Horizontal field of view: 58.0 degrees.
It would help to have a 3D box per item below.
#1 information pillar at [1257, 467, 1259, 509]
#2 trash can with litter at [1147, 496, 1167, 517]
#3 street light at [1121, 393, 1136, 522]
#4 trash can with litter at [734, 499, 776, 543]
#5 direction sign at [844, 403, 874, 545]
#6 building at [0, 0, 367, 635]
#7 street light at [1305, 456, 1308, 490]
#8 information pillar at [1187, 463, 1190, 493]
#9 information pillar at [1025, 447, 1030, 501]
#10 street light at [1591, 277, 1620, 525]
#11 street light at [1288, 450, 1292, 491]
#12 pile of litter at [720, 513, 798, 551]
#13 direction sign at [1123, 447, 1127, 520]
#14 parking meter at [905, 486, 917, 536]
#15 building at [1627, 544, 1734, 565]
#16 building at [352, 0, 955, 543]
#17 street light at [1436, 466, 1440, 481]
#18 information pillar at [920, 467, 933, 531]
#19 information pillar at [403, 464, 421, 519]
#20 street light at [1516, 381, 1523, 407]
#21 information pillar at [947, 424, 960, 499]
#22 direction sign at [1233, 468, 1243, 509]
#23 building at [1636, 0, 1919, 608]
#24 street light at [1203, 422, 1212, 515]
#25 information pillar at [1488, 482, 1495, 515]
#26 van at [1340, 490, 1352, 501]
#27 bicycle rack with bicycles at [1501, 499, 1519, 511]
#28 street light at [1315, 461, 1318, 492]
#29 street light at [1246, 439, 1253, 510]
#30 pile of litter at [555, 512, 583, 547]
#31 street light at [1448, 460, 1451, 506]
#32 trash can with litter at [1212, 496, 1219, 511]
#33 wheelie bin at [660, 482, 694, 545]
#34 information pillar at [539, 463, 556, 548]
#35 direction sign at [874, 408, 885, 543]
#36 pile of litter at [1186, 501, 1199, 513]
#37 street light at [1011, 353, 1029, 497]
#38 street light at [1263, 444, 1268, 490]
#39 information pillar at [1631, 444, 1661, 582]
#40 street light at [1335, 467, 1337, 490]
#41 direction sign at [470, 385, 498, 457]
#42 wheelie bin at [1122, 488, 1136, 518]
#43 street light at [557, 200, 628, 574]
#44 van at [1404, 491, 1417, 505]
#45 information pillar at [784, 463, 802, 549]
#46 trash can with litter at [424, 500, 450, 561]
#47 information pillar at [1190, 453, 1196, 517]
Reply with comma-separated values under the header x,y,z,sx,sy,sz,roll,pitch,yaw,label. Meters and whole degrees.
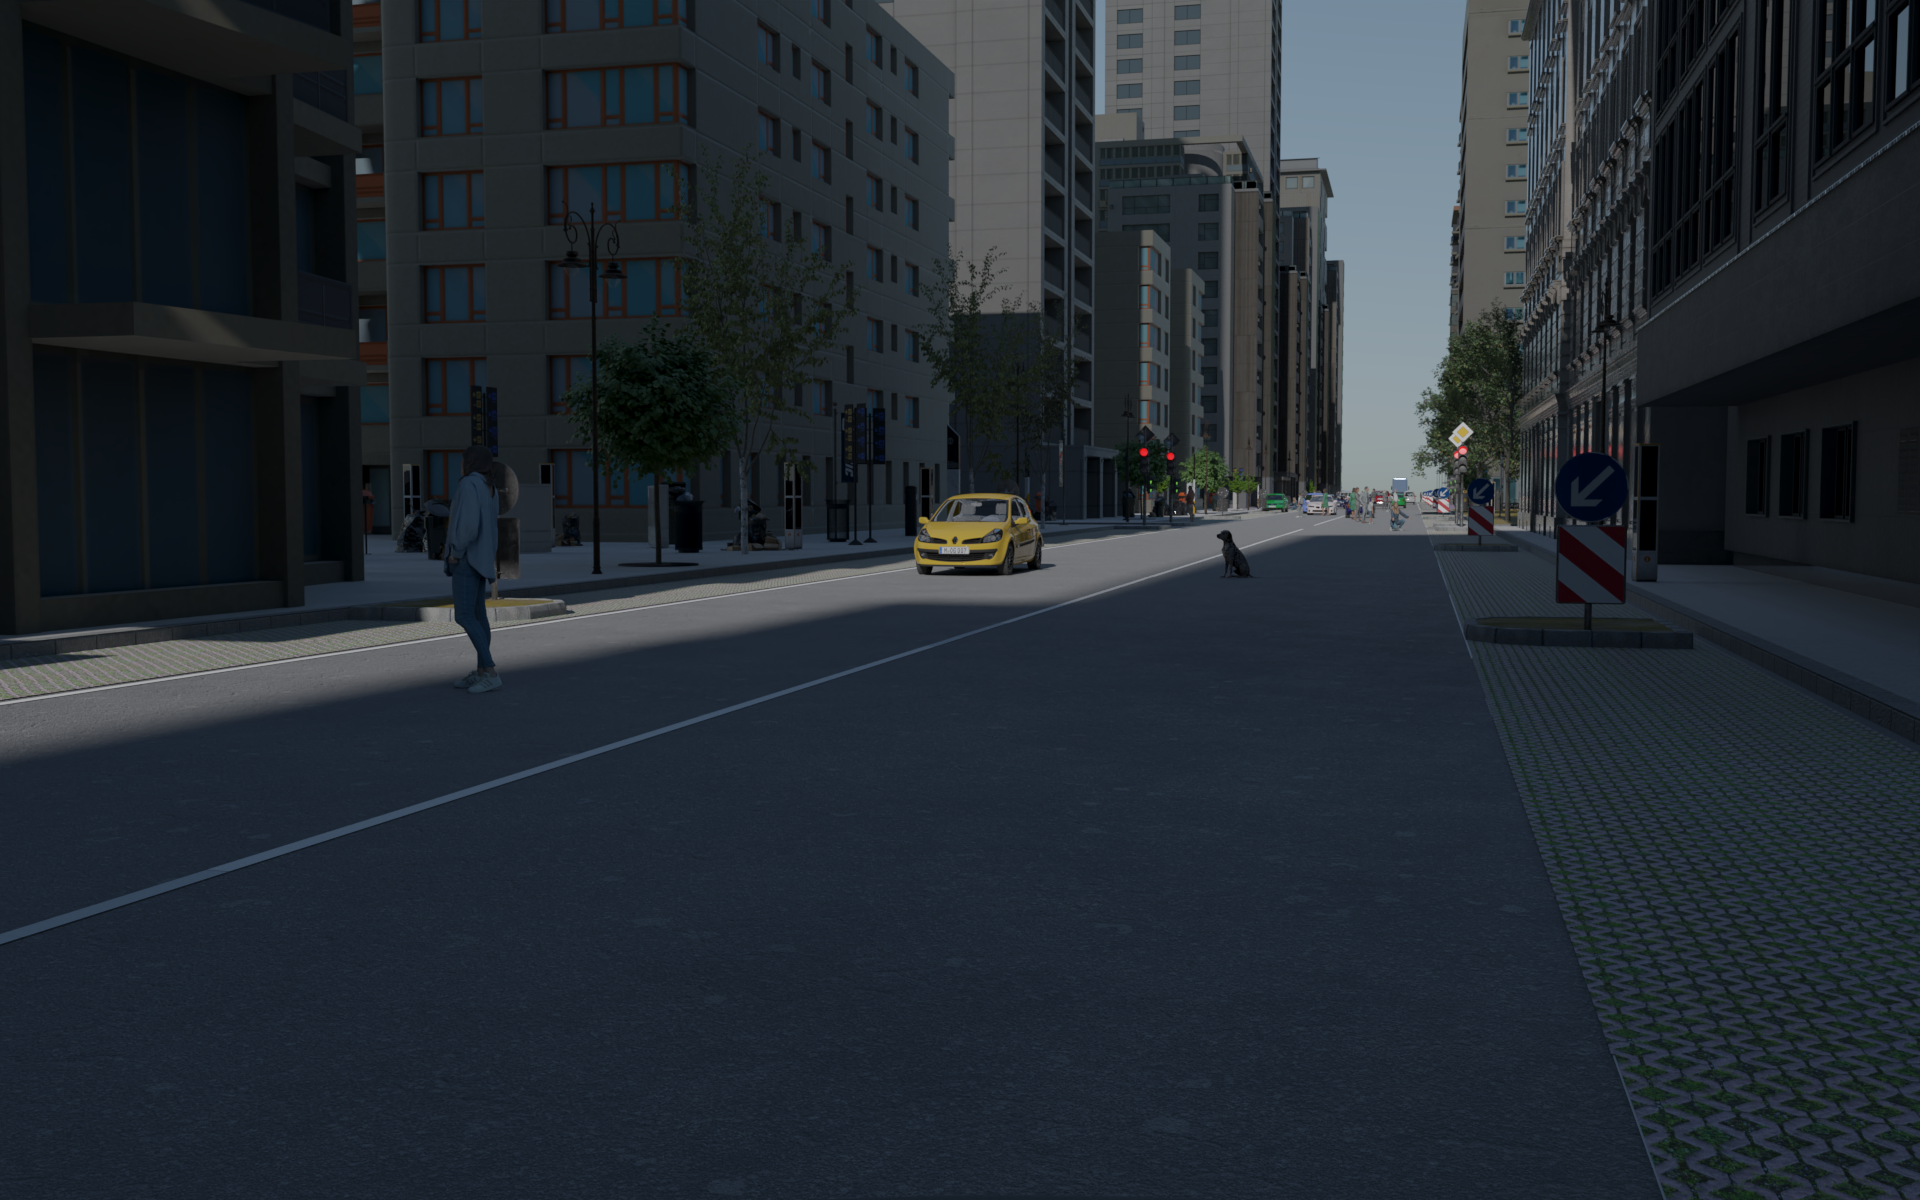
x,y,z,sx,sy,sz,roll,pitch,yaw,label
25.413,-9.554,147.567,0.183,3.616,0.504,1,4,9,information pillar
10.825,-5.122,95.131,1.055,1.170,0.624,-3,4,-36,trash can with litter
7.686,-6.513,79.278,0.468,5.910,1.993,1,4,15,street light
-5.377,-2.098,45.686,1.055,1.170,0.624,-3,5,-44,trash can with litter
-2.631,-3.151,43.513,0.379,3.537,0.876,-3,5,-39,direction sign
-18.902,-21.909,12.835,22.147,44.769,28.867,1,4,15,building
42.227,-14.582,211.197,0.468,5.910,1.993,1,4,15,street light
16.400,-8.086,123.568,0.504,3.616,0.183,-1,4,-21,information pillar
3.299,-5.737,85.150,0.183,3.616,0.504,-1,4,-15,information pillar
13.793,-3.935,37.127,0.468,5.910,1.993,1,4,15,street light
34.645,-12.810,182.234,0.468,5.910,1.993,1,4,15,street light
-4.557,-1.557,39.425,1.719,0.858,1.176,0,4,6,pile of litter
8.092,-5.643,84.263,0.379,3.537,0.876,0,4,1,direction sign
-1.497,-2.719,52.867,0.372,1.533,0.369,0,3,0,parking meter
19.243,-11.570,38.321,9.793,20.994,18.267,1,4,15,building
-17.690,-13.264,61.904,28.899,21.520,27.650,1,4,15,building
83.070,-20.111,301.597,0.468,5.910,1.993,1,4,15,street light
-0.918,-2.660,47.989,0.304,2.012,0.304,1,4,13,information pillar
-13.440,-2.326,42.515,0.304,2.012,0.304,2,4,33,information pillar
21.518,-5.716,66.239,0.468,5.910,1.993,1,4,15,street light
-0.228,-4.086,58.158,0.504,3.616,0.183,2,4,32,information pillar
23.932,-9.617,149.229,0.876,3.537,0.379,2,4,27,direction sign
15.868,-13.674,17.073,14.314,27.812,24.014,1,4,15,building
15.400,-8.277,108.124,0.468,5.910,1.993,1,4,15,street light
32.147,-6.134,104.776,0.304,2.012,0.304,-2,4,-33,information pillar
41.700,-10.988,186.668,2.013,2.044,4.112,1,4,15,van
41.359,-7.047,128.600,2.852,0.926,2.925,-3,5,-42,bicycle rack with bicycles
48.117,-15.957,233.676,0.468,5.910,1.993,1,4,15,street light
22.847,-10.049,137.088,0.468,5.910,1.993,1,4,15,street light
-9.881,-1.768,42.866,1.176,0.858,1.719,0,4,1,pile of litter
54.297,-13.421,192.226,0.468,5.910,1.993,1,4,15,street light
19.030,-7.137,128.076,0.624,1.170,1.055,-1,4,-18,trash can with litter
-7.263,-2.213,44.096,0.980,1.594,0.693,-1,4,-18,wheelie bin
-9.872,-2.260,41.448,0.304,2.012,0.304,0,4,-2,information pillar
-2.368,-3.278,45.589,0.876,3.537,0.379,-2,4,-27,direction sign
15.723,-6.464,119.652,1.176,0.858,1.719,-3,4,-38,pile of litter
1.902,-5.147,56.948,0.468,5.910,1.993,1,4,15,street light
27.041,-11.037,153.237,0.468,5.910,1.993,1,4,15,street light
10.028,-1.274,25.324,0.304,2.012,0.304,0,4,8,information pillar
63.331,-19.491,291.460,0.468,5.910,1.993,1,4,15,street light
-10.004,-2.721,36.491,0.379,3.537,0.876,1,4,20,direction sign
9.180,-5.289,94.378,0.693,1.594,0.980,-1,4,-12,wheelie bin
-5.824,-3.353,27.603,0.468,5.910,1.993,1,4,15,street light
60.851,-13.927,234.713,2.013,2.044,4.112,1,4,13,van
-3.888,-2.197,40.420,0.304,2.012,0.304,2,4,35,information pillar
-9.961,-1.361,33.643,0.624,1.170,1.055,-3,5,-43,trash can with litter
13.392,-6.586,99.036,0.183,3.616,0.504,1,4,8,information pillar
